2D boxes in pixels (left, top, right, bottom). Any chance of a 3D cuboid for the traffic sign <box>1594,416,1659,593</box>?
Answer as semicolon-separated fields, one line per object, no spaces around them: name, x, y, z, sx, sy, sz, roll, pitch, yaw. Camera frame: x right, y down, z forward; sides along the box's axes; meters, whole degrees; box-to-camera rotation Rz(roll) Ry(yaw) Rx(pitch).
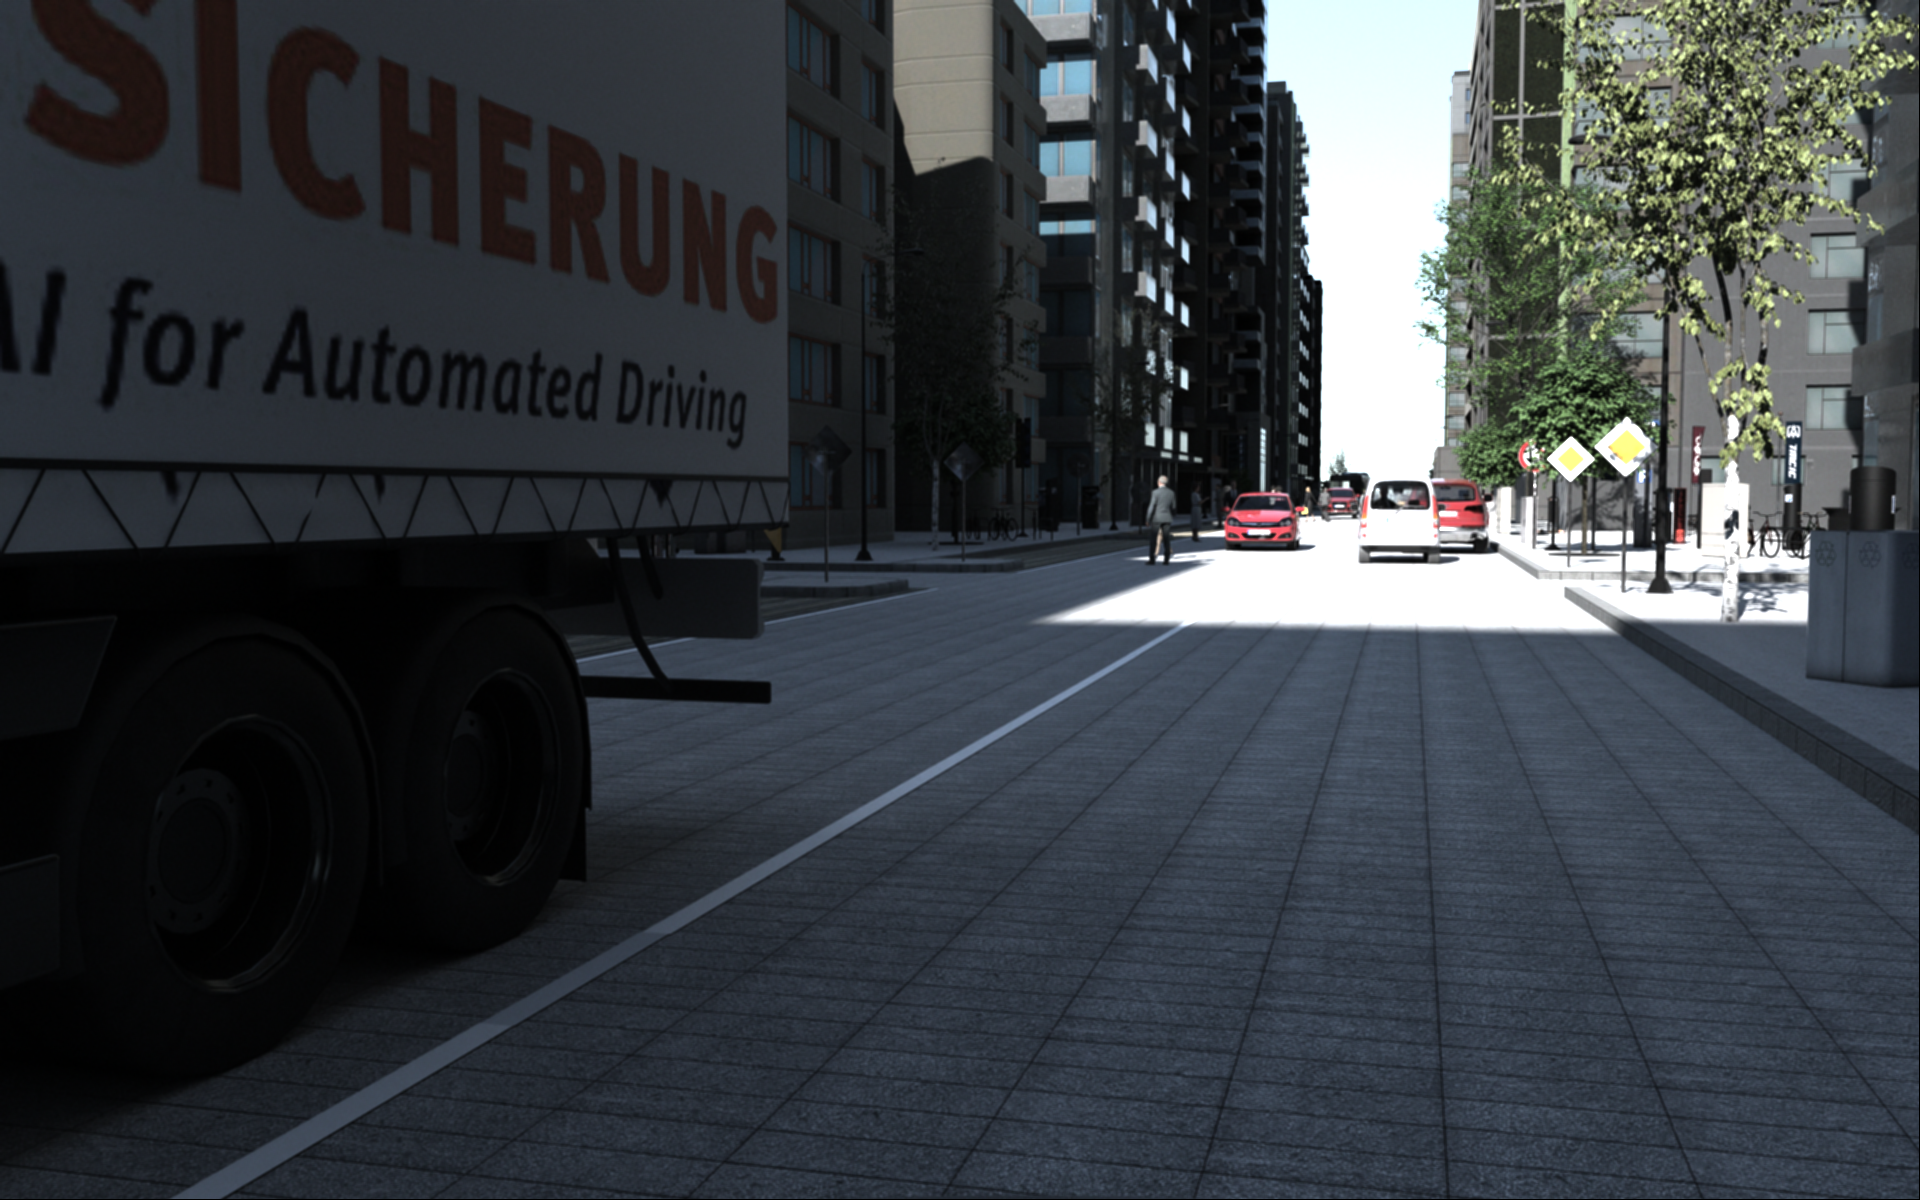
traffic sign;8.601;-1.148;22.410;0.795;2.450;0.064;1;4;15

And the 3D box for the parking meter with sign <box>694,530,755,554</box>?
parking meter with sign;-5.027;-2.520;37.460;0.543;3.016;1.738;2;4;34

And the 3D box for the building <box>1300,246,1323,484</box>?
building;36.447;-33.924;246.544;32.217;40.220;23.993;1;4;15

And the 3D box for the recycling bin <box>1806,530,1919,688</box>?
recycling bin;6.345;0.043;11.859;0.722;1.027;0.722;-1;4;-19

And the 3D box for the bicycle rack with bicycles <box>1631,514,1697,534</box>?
bicycle rack with bicycles;22.733;-2.527;54.696;2.925;0.926;2.852;0;4;6

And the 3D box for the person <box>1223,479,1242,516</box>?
person;7.710;-2.465;48.576;0.659;1.850;0.755;0;4;5

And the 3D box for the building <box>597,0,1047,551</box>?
building;-13.698;-12.905;56.040;27.650;21.520;28.899;1;4;15

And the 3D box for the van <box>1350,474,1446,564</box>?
van;9.353;-1.832;36.967;2.013;2.044;4.112;1;4;13

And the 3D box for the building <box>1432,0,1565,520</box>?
building;35.243;-39.729;87.816;20.563;71.187;20.611;1;4;15

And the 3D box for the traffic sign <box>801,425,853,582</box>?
traffic sign;-1.940;-1.316;25.159;0.795;2.450;0.064;1;4;15

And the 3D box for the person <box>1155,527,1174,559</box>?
person;4.478;-1.549;38.104;0.640;1.303;0.475;-3;5;-39

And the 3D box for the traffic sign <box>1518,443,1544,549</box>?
traffic sign;13.332;-2.450;40.158;0.768;2.556;0.104;1;4;19

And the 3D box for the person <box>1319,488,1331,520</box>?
person;19.991;-5.260;94.892;0.661;1.777;0.834;1;4;10

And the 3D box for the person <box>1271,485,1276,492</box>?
person;13.516;-4.019;74.389;0.511;1.800;0.466;3;5;42

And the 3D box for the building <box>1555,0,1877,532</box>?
building;29.653;-23.269;64.040;14.154;41.232;14.086;1;4;15

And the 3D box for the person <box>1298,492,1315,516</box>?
person;22.921;-6.478;114.425;0.705;1.824;1.348;-3;5;-44

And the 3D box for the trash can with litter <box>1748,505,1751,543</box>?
trash can with litter;20.731;-2.105;45.811;0.624;1.170;1.055;0;4;2

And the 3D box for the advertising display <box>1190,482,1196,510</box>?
advertising display;12.273;-5.264;91.288;0.123;1.923;0.974;0;4;-2

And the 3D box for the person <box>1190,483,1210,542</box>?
person;7.199;-2.635;52.146;0.524;1.755;0.480;-1;4;-16

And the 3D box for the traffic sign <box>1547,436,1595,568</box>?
traffic sign;10.608;-1.621;30.140;0.795;2.450;0.064;1;4;15

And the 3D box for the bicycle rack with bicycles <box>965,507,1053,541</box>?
bicycle rack with bicycles;1.438;-2.144;48.444;2.852;0.926;2.925;0;4;-7

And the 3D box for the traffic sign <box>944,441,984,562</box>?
traffic sign;0.068;-1.789;32.888;0.795;2.450;0.064;1;4;15

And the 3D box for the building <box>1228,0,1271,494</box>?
building;16.502;-51.253;150.658;22.319;86.520;31.000;1;4;15

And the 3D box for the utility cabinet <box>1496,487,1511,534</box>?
utility cabinet;17.496;-2.882;55.799;0.318;1.500;1.173;1;4;10

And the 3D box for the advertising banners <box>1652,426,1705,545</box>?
advertising banners;18.400;-2.942;44.288;2.074;3.025;0.090;-2;4;-33

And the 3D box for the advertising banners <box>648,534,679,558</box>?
advertising banners;-4.044;-1.648;23.129;0.090;3.025;2.074;0;4;4

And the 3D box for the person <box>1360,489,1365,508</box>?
person;21.202;-4.961;90.610;0.512;1.701;0.522;1;4;18

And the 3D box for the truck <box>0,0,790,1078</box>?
truck;-3.465;-0.835;2.559;2.839;4.237;11.283;1;4;16

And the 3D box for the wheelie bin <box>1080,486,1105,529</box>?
wheelie bin;4.854;-3.432;64.022;0.980;1.594;0.693;0;4;7

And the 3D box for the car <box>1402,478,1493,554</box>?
car;12.077;-2.106;43.112;2.281;1.827;5.304;1;4;16

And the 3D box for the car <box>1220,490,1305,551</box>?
car;7.913;-2.209;45.149;2.155;1.783;4.494;1;4;13

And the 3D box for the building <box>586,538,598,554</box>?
building;-14.714;-10.210;21.688;16.860;20.320;10.420;1;4;15

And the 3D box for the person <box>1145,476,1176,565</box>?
person;4.041;-1.619;35.146;0.661;1.801;0.590;-2;4;-24

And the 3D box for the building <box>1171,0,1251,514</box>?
building;8.681;-28.652;123.090;22.147;44.769;28.867;1;4;15

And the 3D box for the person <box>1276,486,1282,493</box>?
person;11.326;-3.162;61.042;0.643;1.720;0.563;3;4;38

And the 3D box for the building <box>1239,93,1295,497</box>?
building;25.685;-29.954;173.345;14.154;41.232;14.086;1;4;15

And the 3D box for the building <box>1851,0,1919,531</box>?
building;35.661;-25.432;35.422;30.456;49.044;23.786;1;4;15

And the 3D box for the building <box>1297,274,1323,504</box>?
building;39.808;-27.806;226.328;14.160;30.474;14.107;1;4;15

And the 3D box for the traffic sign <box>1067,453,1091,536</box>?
traffic sign;3.658;-3.265;53.496;0.768;2.556;0.104;1;4;19

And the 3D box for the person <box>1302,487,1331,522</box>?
person;18.150;-4.865;88.260;1.509;1.804;0.699;0;4;-1

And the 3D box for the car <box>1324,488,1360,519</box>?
car;22.133;-5.640;100.889;2.281;1.827;5.304;1;4;13

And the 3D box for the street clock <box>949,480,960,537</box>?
street clock;-0.153;-2.894;51.890;0.358;2.002;0.471;0;4;-6

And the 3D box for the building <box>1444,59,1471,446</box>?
building;78.249;-42.675;239.729;21.231;58.520;28.212;1;4;15

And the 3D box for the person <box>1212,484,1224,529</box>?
person;10.656;-3.875;71.658;0.447;1.846;0.655;1;4;18

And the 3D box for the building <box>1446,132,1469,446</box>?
building;62.803;-31.404;197.046;14.154;41.232;14.086;1;4;15

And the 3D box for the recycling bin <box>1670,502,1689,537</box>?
recycling bin;21.473;-2.420;52.114;0.722;1.027;0.722;2;4;32

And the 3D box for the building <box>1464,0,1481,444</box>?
building;58.433;-32.833;160.528;21.300;48.544;21.600;1;4;15

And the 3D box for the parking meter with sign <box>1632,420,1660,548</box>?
parking meter with sign;16.433;-2.772;41.578;0.543;3.016;1.738;1;4;19

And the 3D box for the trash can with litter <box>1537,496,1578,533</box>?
trash can with litter;19.497;-2.828;57.298;1.678;1.210;2.233;-1;4;-15

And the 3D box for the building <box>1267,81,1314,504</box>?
building;29.630;-35.829;205.420;23.786;49.044;30.456;1;4;15

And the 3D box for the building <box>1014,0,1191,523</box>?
building;-0.058;-28.802;90.520;23.786;49.044;30.456;1;4;15

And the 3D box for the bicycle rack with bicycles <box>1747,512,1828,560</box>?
bicycle rack with bicycles;17.207;-1.293;34.524;2.852;0.926;2.925;0;4;1
